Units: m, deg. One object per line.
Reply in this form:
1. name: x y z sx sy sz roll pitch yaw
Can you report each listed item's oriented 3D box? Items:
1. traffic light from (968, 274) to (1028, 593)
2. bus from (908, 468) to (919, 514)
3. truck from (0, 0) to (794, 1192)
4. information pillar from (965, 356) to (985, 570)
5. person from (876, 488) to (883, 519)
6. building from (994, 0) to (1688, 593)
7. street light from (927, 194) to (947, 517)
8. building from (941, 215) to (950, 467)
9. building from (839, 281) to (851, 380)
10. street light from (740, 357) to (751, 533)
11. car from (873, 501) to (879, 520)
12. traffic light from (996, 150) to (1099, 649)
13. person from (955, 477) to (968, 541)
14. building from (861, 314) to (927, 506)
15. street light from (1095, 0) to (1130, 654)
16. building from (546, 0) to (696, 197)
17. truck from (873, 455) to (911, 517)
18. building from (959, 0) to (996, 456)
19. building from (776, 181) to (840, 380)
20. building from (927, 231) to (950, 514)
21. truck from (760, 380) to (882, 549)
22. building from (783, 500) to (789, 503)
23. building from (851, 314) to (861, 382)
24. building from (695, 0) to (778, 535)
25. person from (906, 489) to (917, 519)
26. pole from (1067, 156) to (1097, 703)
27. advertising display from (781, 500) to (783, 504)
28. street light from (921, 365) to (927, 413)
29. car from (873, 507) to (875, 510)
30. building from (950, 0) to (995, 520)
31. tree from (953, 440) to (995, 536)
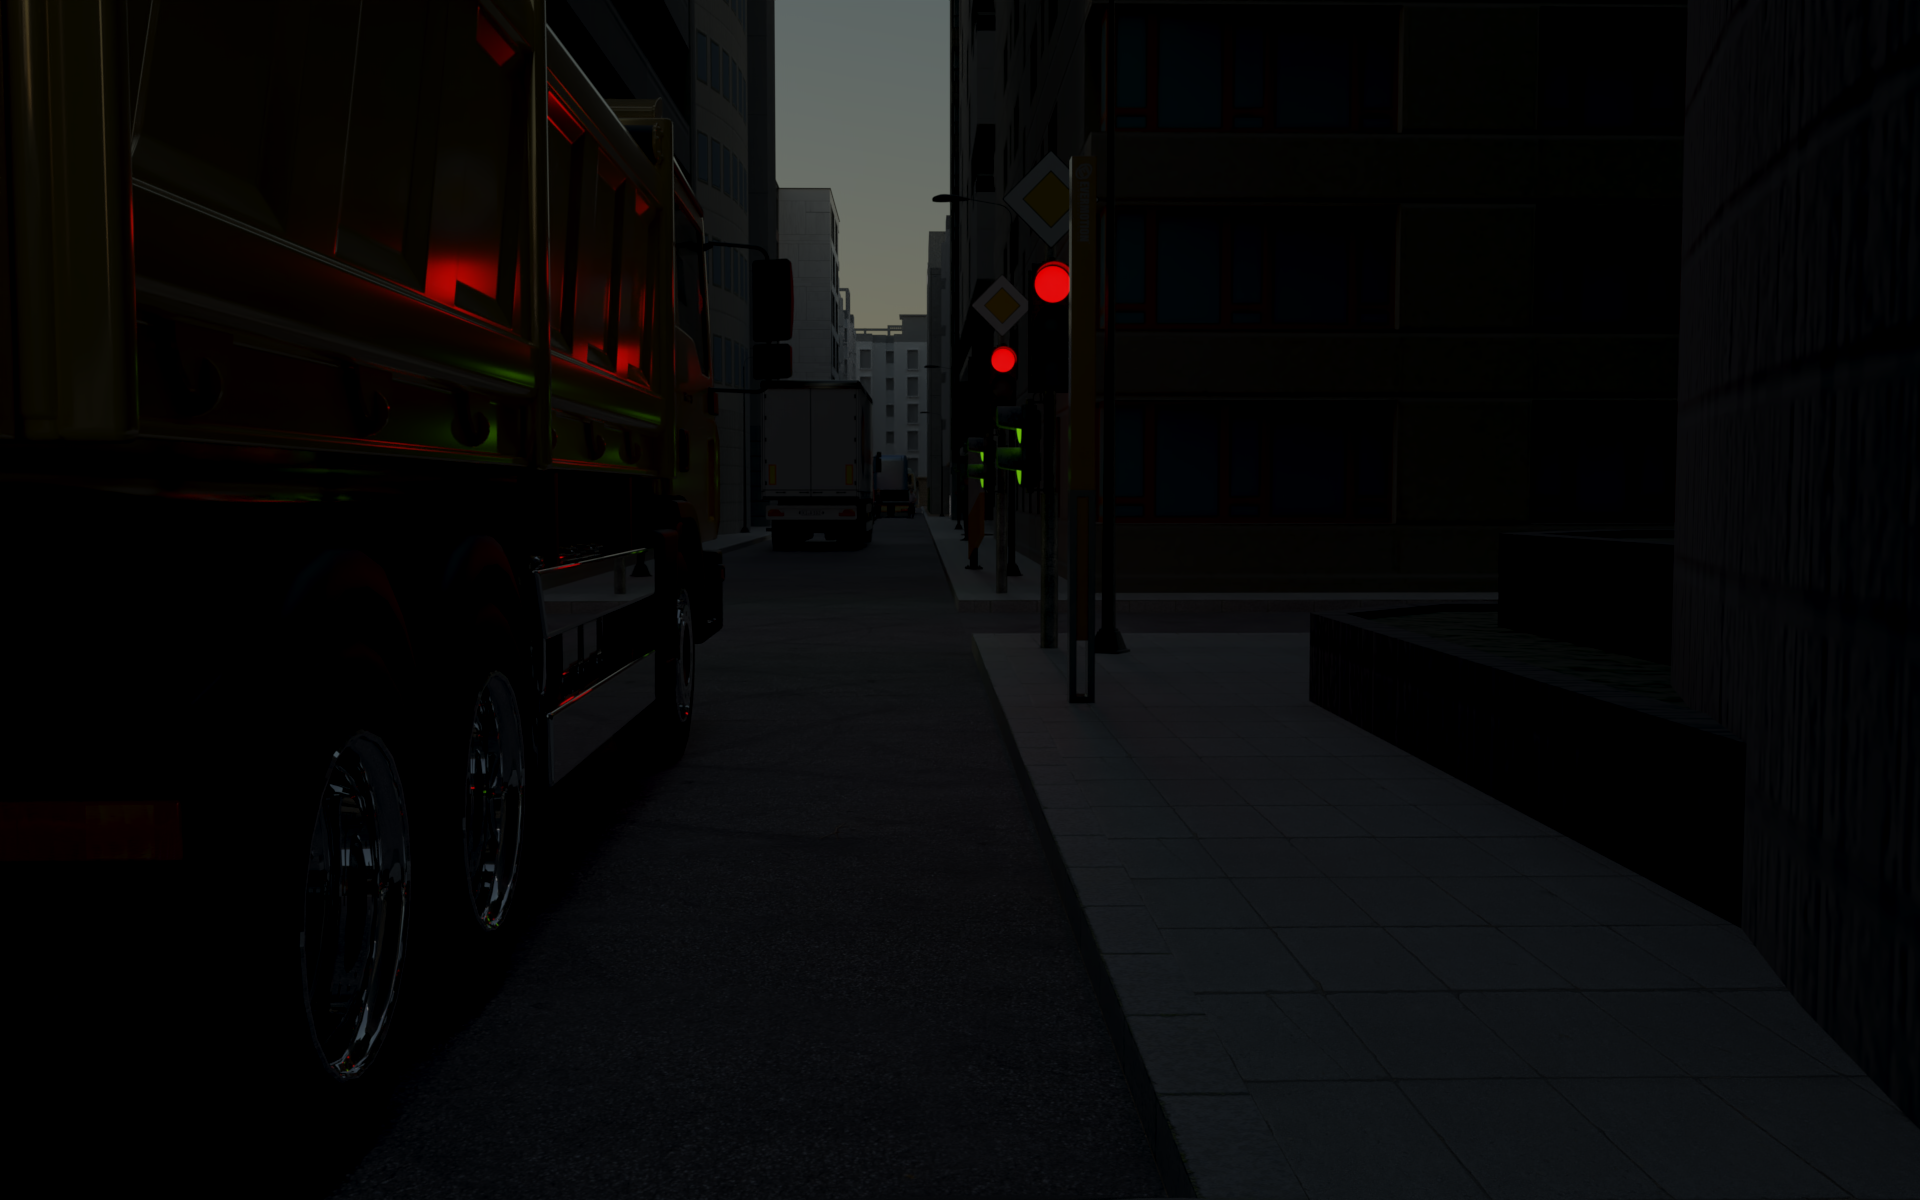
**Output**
1. traffic light: 0.522 -2.042 22.316 0.839 4.253 0.868 0 4 -1
2. bus: -4.575 -8.270 130.072 2.948 3.499 13.247 0 4 -1
3. truck: -2.641 -0.688 7.179 3.469 3.379 9.791 0 4 -2
4. information pillar: 0.271 -2.324 29.355 0.183 3.616 0.504 -2 4 -25
5. person: -4.681 -5.599 100.593 0.434 1.755 0.990 0 4 -7
6. building: 15.766 -11.676 35.939 28.899 21.520 27.650 0 4 -1
7. street light: 0.269 -3.330 26.994 1.470 5.913 1.316 0 4 -1
8. building: 6.919 -15.129 103.783 16.016 20.091 11.380 0 4 -1
9. building: -17.783 -17.774 147.027 16.016 20.091 11.380 0 4 -1
10. street light: -6.550 -5.165 56.991 1.470 5.913 1.316 0 4 -1
11. car: -5.387 -5.122 93.529 2.009 1.686 4.222 0 4 0
12. traffic light: 0.726 -1.554 14.333 0.839 4.253 0.868 0 4 -1
13. person: 0.168 -2.507 47.721 0.600 1.739 0.565 -1 4 -12
14. building: -8.576 -20.318 188.612 11.380 20.091 16.016 0 4 -1
15. street light: 0.663 -2.527 13.856 1.470 5.913 1.316 0 4 -1
16. building: -16.901 -24.920 31.146 21.300 48.544 21.600 0 4 -1
17. truck: -4.552 -7.570 113.521 2.967 4.110 18.799 0 4 -2
18. building: 13.695 -29.356 69.214 28.713 52.752 27.495 0 4 -1
19. building: -22.505 -16.476 113.364 27.936 21.610 32.646 0 4 -1
20. building: 6.073 -15.837 125.395 16.747 18.905 31.486 0 4 -1
21. truck: -3.740 -3.622 48.138 2.839 4.237 11.283 0 4 -1
22. building: -23.635 -23.895 82.561 32.217 40.220 23.993 0 4 -1
23. building: -15.715 -18.892 165.306 11.380 20.091 16.016 0 4 -1
24. building: -17.706 -31.443 56.091 21.231 58.520 28.212 0 4 -1
25. person: -2.841 -5.604 101.068 0.436 1.711 0.756 -2 4 -26
26. pole: 0.746 -1.025 10.597 0.158 3.312 0.155 0 3 0
27. advertising display: -6.712 -3.660 65.057 0.123 1.923 0.974 0 4 -7
28. street light: -0.586 -5.493 62.359 1.470 5.913 1.316 0 4 -1
29. car: -4.186 -3.231 65.399 1.945 1.354 3.894 0 4 0
30. building: 6.445 -19.497 90.478 14.160 30.474 14.107 0 4 -1
31. tree: 0.432 -3.604 53.535 1.663 3.219 1.824 0 3 0
